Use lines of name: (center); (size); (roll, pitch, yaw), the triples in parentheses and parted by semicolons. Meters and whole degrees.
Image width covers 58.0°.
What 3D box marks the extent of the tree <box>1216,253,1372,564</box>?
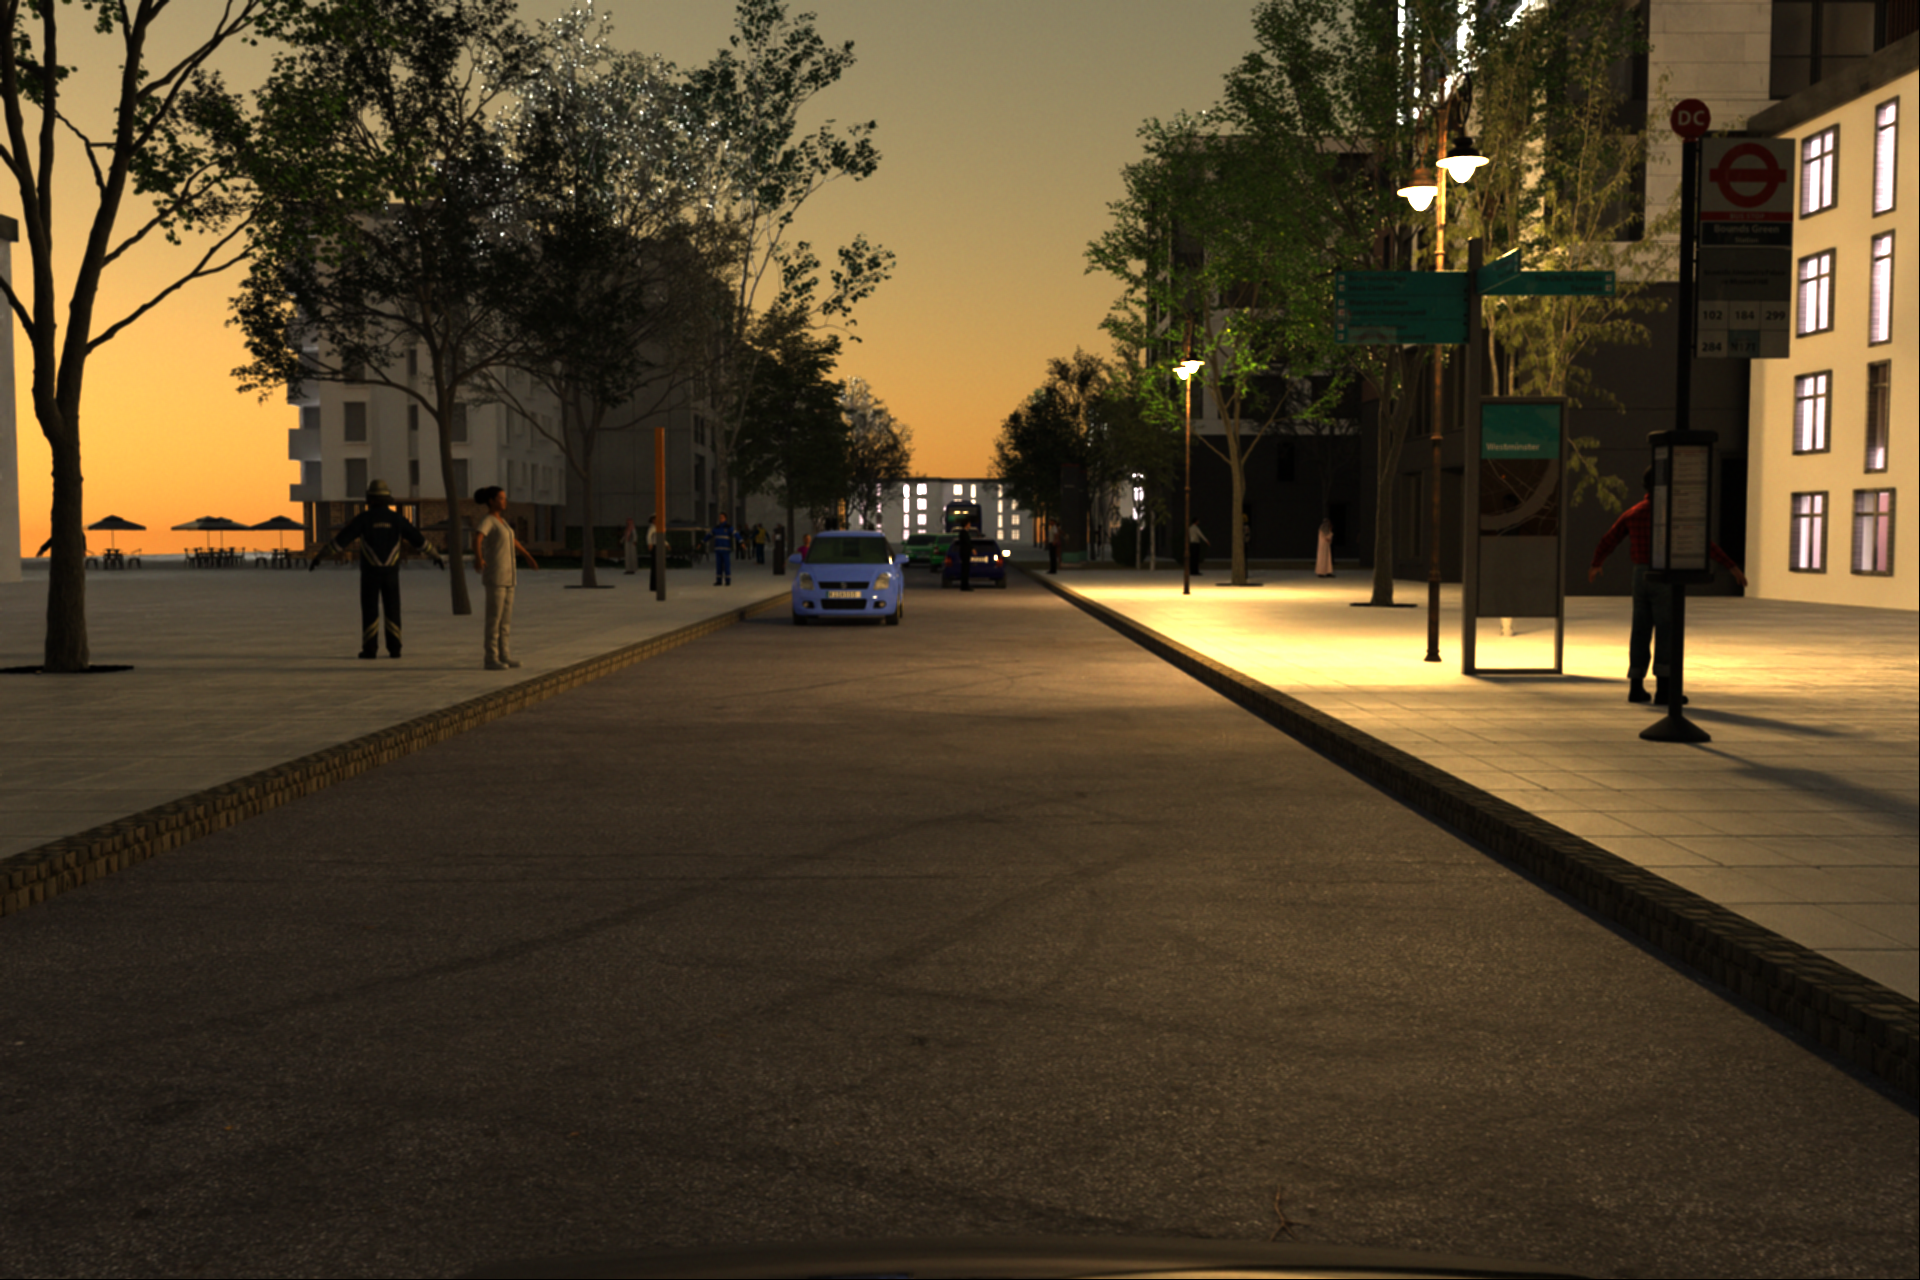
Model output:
tree: (15.676, -9.988, 73.670); (12.009, 13.543, 11.850); (0, 3, 0)

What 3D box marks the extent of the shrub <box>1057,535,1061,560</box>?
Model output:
shrub: (4.998, -4.576, 79.233); (1.690, 2.028, 1.600); (0, 3, 0)

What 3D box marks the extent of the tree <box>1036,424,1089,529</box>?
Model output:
tree: (6.832, -10.057, 114.790); (4.737, 8.622, 4.395); (0, 3, 0)

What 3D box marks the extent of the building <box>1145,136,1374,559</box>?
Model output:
building: (25.007, -15.991, 105.435); (27.936, 21.610, 32.646); (0, 4, 0)

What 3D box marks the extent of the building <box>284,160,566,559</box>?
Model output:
building: (-28.185, -14.221, 88.940); (16.016, 20.090, 11.380); (0, 3, 0)

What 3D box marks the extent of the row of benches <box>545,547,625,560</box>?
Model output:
row of benches: (-16.973, -3.893, 79.107); (4.104, 0.672, 1.422); (-3, 5, -44)

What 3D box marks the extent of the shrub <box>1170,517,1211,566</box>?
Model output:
shrub: (9.188, -3.956, 69.098); (1.690, 2.028, 1.600); (0, 3, 0)

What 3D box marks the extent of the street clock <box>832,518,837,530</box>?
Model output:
street clock: (-5.610, -4.453, 77.370); (0.358, 2.002, 0.471); (0, 4, -1)

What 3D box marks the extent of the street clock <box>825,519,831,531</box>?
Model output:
street clock: (-6.178, -4.684, 81.155); (0.358, 2.002, 0.471); (0, 4, 1)

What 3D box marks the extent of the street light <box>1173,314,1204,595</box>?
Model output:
street light: (4.814, -3.904, 36.617); (0.468, 5.910, 1.993); (0, 4, 0)

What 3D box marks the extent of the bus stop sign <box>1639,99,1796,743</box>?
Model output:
bus stop sign: (4.697, -1.347, 10.731); (0.855, 3.939, 0.416); (0, 4, 0)

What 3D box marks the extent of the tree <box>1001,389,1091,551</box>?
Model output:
tree: (6.819, -13.254, 134.836); (7.486, 12.596, 7.792); (0, 3, 0)

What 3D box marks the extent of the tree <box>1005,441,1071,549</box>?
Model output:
tree: (7.444, -13.364, 152.906); (7.601, 10.594, 8.767); (-2, 4, -32)

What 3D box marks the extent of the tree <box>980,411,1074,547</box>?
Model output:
tree: (7.257, -15.677, 166.681); (12.009, 13.543, 11.850); (0, 3, 0)

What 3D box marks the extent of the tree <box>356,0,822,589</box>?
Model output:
tree: (-8.883, -7.970, 40.675); (12.009, 13.543, 11.850); (0, 3, 0)

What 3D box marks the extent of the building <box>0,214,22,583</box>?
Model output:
building: (-25.901, -5.523, 32.445); (9.099, 9.664, 28.070); (0, 3, 0)

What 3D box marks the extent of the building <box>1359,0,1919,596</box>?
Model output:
building: (26.249, -12.677, 51.243); (27.936, 21.610, 32.646); (0, 3, 0)

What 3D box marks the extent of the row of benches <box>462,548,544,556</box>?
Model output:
row of benches: (-20.166, -3.701, 75.967); (4.104, 0.672, 1.422); (-1, 4, -13)

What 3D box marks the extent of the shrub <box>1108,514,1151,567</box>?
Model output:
shrub: (6.685, -3.928, 68.258); (1.661, 2.075, 1.752); (0, 3, 0)

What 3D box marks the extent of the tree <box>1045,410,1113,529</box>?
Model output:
tree: (6.380, -9.132, 99.675); (4.360, 8.622, 3.978); (0, 3, 0)

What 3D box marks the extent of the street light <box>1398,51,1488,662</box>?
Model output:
street light: (4.764, -2.720, 17.268); (0.468, 5.910, 1.993); (0, 4, -1)

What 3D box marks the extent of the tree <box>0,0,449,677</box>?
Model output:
tree: (-8.222, -5.501, 15.691); (9.928, 11.665, 9.643); (0, 3, 0)

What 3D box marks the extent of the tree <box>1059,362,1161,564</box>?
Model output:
tree: (5.999, -7.634, 75.178); (4.360, 8.622, 3.978); (0, 3, 0)

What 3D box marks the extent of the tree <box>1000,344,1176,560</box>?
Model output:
tree: (6.454, -9.195, 84.756); (8.767, 10.594, 7.601); (-1, 4, -13)

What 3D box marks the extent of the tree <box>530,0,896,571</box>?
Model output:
tree: (-7.991, -12.340, 57.654); (12.611, 20.169, 13.585); (0, 3, 0)

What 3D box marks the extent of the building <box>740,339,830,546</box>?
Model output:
building: (-24.864, -22.319, 195.847); (19.493, 23.208, 18.063); (0, 4, 0)

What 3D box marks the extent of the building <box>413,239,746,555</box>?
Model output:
building: (-24.892, -15.493, 119.766); (16.747, 18.905, 31.486); (0, 4, -1)

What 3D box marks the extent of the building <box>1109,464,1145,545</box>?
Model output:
building: (22.355, -15.416, 194.201); (9.099, 9.664, 28.070); (0, 3, 0)

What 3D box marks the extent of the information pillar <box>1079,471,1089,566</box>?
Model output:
information pillar: (4.890, -4.986, 70.897); (0.750, 3.857, 0.750); (0, 4, 0)

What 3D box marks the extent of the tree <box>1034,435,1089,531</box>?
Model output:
tree: (7.305, -10.618, 123.969); (4.737, 8.622, 4.395); (0, 3, 0)

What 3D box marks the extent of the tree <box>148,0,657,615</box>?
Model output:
tree: (-8.280, -5.682, 27.311); (7.601, 10.594, 8.767); (0, 4, 1)

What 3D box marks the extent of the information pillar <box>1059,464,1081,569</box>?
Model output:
information pillar: (4.086, -4.576, 64.201); (0.750, 3.857, 0.750); (0, 4, -1)

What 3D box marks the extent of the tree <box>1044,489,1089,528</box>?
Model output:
tree: (16.248, -20.736, 257.164); (7.486, 12.596, 7.792); (0, 3, 0)

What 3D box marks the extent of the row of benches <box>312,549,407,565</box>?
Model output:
row of benches: (-25.451, -3.535, 73.257); (4.104, 0.672, 1.422); (-3, 5, -44)

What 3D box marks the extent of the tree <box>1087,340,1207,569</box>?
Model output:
tree: (6.882, -6.962, 64.199); (4.737, 8.622, 4.395); (0, 3, 0)

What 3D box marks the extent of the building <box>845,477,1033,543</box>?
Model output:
building: (-3.017, -19.091, 256.746); (28.070, 9.664, 9.099); (0, 4, -2)

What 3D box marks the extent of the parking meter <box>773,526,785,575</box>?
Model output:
parking meter: (-5.707, -2.822, 54.558); (0.372, 1.533, 0.369); (0, 3, 0)

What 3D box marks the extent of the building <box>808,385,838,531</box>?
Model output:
building: (-24.766, -21.707, 221.359); (16.747, 18.905, 31.486); (0, 4, -1)

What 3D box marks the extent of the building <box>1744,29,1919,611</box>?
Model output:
building: (20.501, -4.839, 21.261); (9.099, 9.664, 28.070); (0, 4, 0)

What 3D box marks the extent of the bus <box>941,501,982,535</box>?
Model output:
bus: (0.102, -8.292, 127.124); (2.896, 3.916, 12.251); (0, 4, -1)

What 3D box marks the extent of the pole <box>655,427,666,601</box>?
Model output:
pole: (-5.750, -2.409, 33.227); (0.158, 3.312, 0.155); (0, 3, 0)

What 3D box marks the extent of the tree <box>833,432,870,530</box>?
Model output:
tree: (-8.765, -10.499, 122.026); (4.360, 8.622, 3.978); (0, 3, 0)

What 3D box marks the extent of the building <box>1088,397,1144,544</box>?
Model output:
building: (26.658, -22.323, 231.436); (16.747, 18.905, 31.486); (0, 4, 0)
